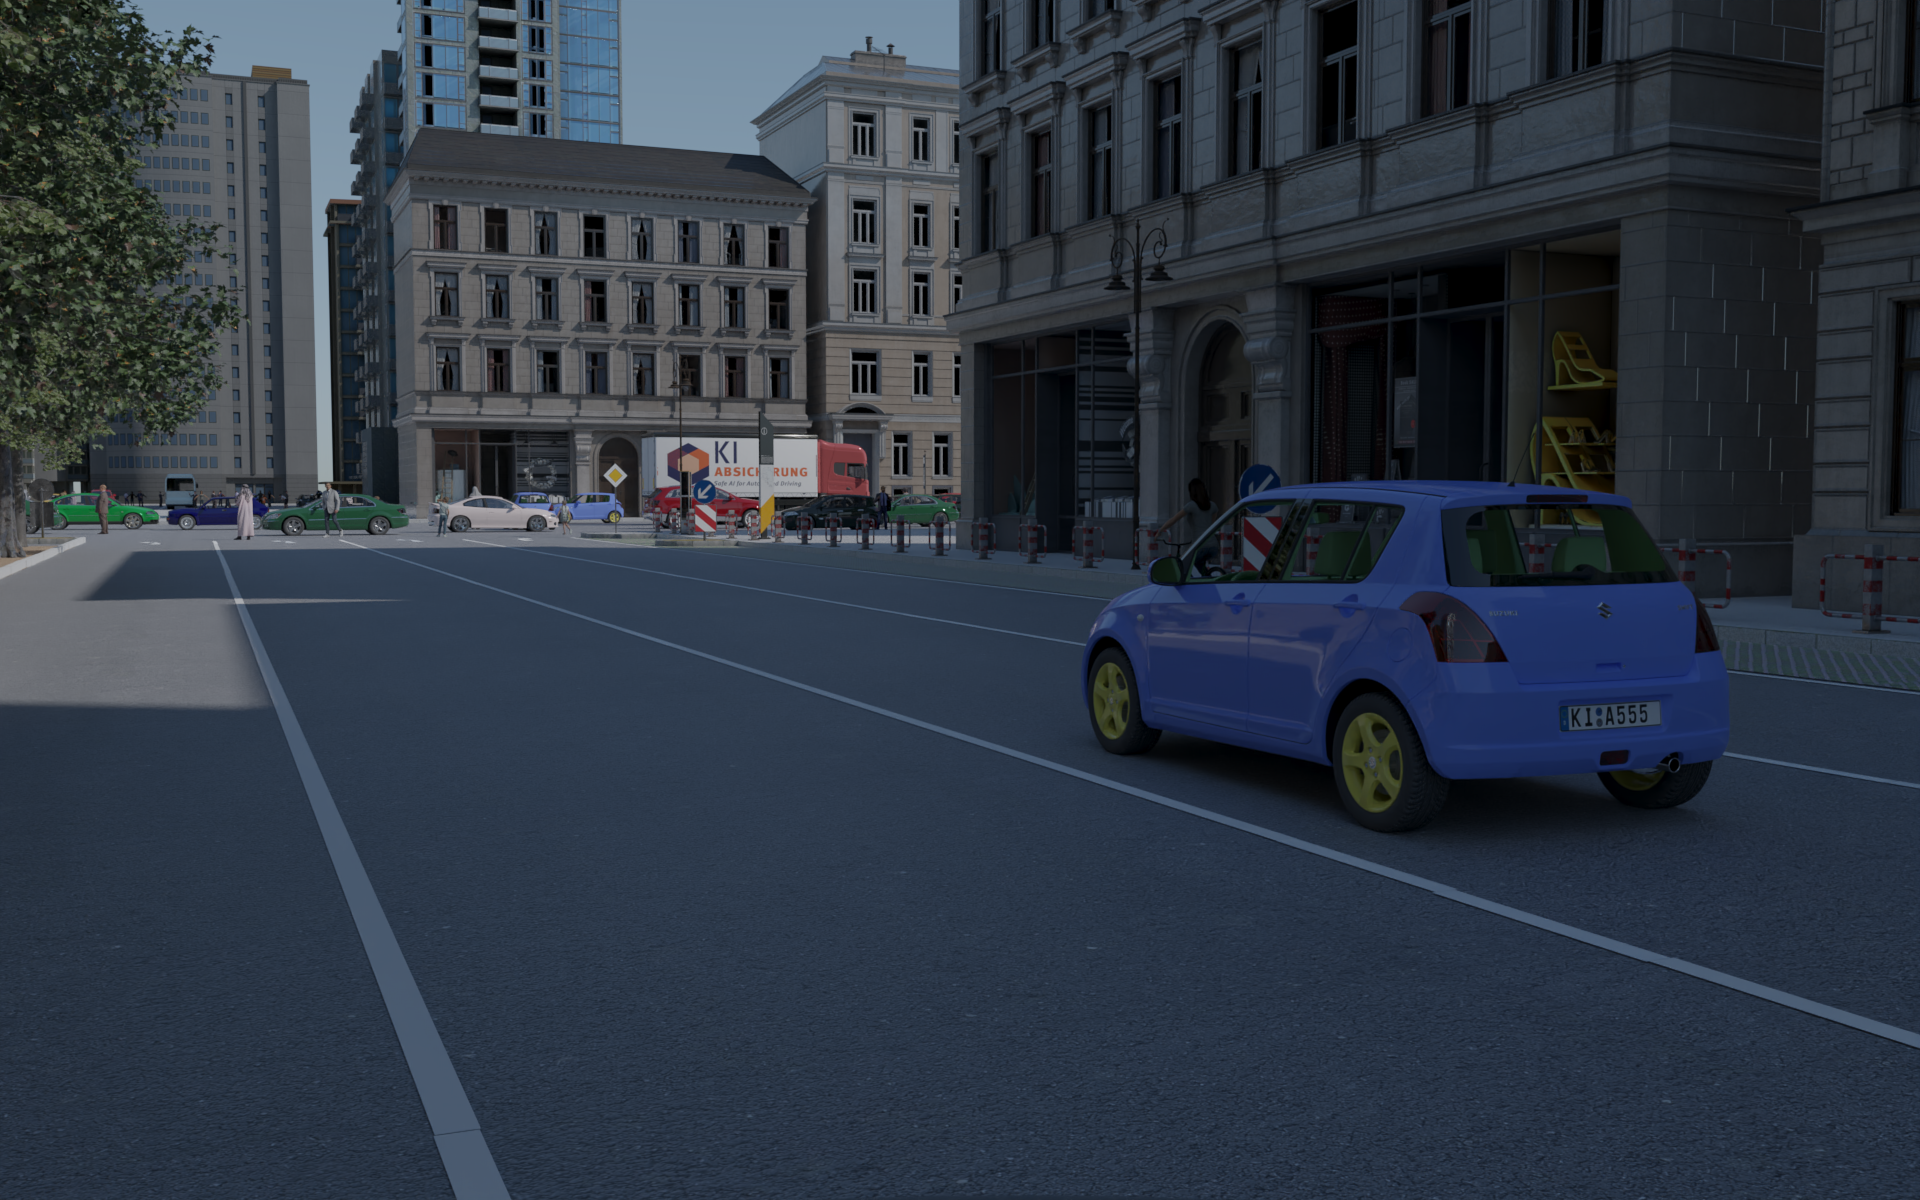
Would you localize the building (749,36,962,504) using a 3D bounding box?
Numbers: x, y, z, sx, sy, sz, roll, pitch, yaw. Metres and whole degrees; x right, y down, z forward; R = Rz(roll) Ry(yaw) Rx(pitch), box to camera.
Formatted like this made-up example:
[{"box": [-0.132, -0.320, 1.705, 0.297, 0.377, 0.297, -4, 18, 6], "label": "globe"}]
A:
[{"box": [-1.169, -19.601, 106.382, 20.117, 28.700, 13.634, -2, 4, -24], "label": "building"}]

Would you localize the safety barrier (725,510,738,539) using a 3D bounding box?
[{"box": [-6.584, -2.178, 49.887, 0.300, 0.817, 1.120, -2, 4, -24], "label": "safety barrier"}]

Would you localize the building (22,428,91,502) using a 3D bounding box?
[{"box": [-130.873, -33.152, 233.916, 23.993, 40.220, 32.217, -2, 4, -24], "label": "building"}]

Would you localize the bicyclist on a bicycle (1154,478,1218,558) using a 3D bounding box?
[{"box": [2.651, -0.591, 19.683, 1.499, 1.676, 1.625, -2, 4, -24], "label": "bicyclist on a bicycle"}]

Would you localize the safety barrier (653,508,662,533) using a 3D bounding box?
[{"box": [-10.105, -2.666, 57.864, 0.300, 0.817, 1.120, -2, 4, -24], "label": "safety barrier"}]

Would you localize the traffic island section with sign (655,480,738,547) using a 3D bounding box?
[{"box": [-7.367, -2.404, 47.941, 1.989, 1.847, 2.006, -2, 4, -24], "label": "traffic island section with sign"}]

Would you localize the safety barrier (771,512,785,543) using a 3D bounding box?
[{"box": [-4.824, -1.934, 45.899, 0.300, 0.817, 1.120, -2, 4, -24], "label": "safety barrier"}]

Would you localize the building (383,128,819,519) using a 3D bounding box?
[{"box": [-28.482, -14.806, 92.981, 40.483, 20.767, 10.553, -2, 4, -24], "label": "building"}]

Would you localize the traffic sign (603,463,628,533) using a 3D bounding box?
[{"box": [-11.275, -3.245, 56.692, 0.795, 2.450, 0.064, -2, 4, -24], "label": "traffic sign"}]

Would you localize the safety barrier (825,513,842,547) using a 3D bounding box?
[{"box": [-3.062, -1.691, 41.919, 0.300, 0.817, 1.120, -2, 4, -24], "label": "safety barrier"}]

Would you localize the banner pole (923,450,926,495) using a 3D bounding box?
[{"box": [-2.021, -6.634, 98.486, 0.401, 3.779, 0.863, 1, 4, 9], "label": "banner pole"}]

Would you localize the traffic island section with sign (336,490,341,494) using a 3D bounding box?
[{"box": [-61.163, -9.853, 169.718, 1.989, 1.847, 2.006, -2, 4, -24], "label": "traffic island section with sign"}]

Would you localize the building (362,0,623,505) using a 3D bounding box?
[{"box": [-44.060, -52.028, 163.331, 22.319, 86.520, 31.000, -2, 4, -24], "label": "building"}]

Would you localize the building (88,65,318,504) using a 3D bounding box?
[{"box": [-104.320, -42.558, 237.826, 28.212, 58.520, 21.231, -2, 4, -24], "label": "building"}]

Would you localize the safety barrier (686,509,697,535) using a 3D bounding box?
[{"box": [-8.351, -2.422, 53.880, 0.300, 0.817, 1.120, -2, 4, -24], "label": "safety barrier"}]

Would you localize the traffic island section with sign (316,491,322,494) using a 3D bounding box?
[{"box": [-72.050, -11.361, 194.385, 1.989, 1.847, 2.006, -2, 4, -24], "label": "traffic island section with sign"}]

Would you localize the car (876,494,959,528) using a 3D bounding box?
[{"box": [-2.447, -3.872, 75.099, 4.920, 1.459, 2.131, -2, 4, -25], "label": "car"}]

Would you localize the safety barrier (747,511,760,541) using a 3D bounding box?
[{"box": [-5.704, -2.056, 47.897, 0.300, 0.817, 1.120, -2, 4, -24], "label": "safety barrier"}]

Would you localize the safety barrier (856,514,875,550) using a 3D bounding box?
[{"box": [-2.182, -1.569, 39.928, 0.300, 0.817, 1.120, -2, 4, -24], "label": "safety barrier"}]

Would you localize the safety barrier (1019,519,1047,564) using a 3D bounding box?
[{"box": [1.338, -1.081, 31.951, 0.300, 0.817, 1.120, -2, 4, -24], "label": "safety barrier"}]

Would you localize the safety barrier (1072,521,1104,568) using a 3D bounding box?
[{"box": [2.217, -0.959, 29.960, 0.300, 0.817, 1.120, -2, 4, -24], "label": "safety barrier"}]

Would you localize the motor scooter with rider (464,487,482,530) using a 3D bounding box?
[{"box": [-19.663, -3.755, 70.366, 0.876, 1.779, 1.986, -1, 4, -23], "label": "motor scooter with rider"}]

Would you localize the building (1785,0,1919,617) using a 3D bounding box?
[{"box": [17.330, -9.046, 12.529, 10.561, 19.102, 19.286, -2, 4, -24], "label": "building"}]

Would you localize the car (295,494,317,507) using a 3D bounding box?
[{"box": [-62.425, -9.525, 165.522, 2.009, 1.686, 4.222, -2, 4, -25], "label": "car"}]

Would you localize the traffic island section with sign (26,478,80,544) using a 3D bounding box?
[{"box": [-26.692, -2.576, 50.252, 2.006, 1.907, 1.989, -2, 4, -24], "label": "traffic island section with sign"}]

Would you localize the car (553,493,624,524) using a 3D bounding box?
[{"box": [-18.256, -4.560, 84.147, 3.694, 1.707, 1.945, -2, 4, -25], "label": "car"}]

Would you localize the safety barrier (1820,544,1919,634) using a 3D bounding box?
[{"box": [8.408, -0.103, 15.952, 0.300, 0.817, 1.120, -2, 4, -24], "label": "safety barrier"}]

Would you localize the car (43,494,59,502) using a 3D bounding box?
[{"box": [-75.465, -8.195, 144.209, 2.015, 1.641, 3.980, -2, 4, -25], "label": "car"}]

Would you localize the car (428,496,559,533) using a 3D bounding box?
[{"box": [-17.690, -3.263, 65.719, 4.827, 1.381, 2.083, -1, 4, -23], "label": "car"}]

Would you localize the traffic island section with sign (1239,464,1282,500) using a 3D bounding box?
[{"box": [3.520, -0.896, 23.273, 1.989, 1.847, 2.006, -2, 4, -24], "label": "traffic island section with sign"}]

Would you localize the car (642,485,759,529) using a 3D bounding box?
[{"box": [-10.518, -3.877, 72.069, 5.304, 1.827, 2.281, -1, 4, -23], "label": "car"}]

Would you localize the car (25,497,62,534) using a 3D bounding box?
[{"box": [-34.812, -3.059, 61.811, 4.920, 1.459, 2.131, -2, 4, -24], "label": "car"}]

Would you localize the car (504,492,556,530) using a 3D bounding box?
[{"box": [-17.496, -3.705, 70.172, 1.945, 1.707, 3.694, -1, 4, -23], "label": "car"}]

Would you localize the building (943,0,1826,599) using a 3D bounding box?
[{"box": [4.500, -11.579, 40.232, 10.553, 20.767, 40.483, -2, 4, -24], "label": "building"}]

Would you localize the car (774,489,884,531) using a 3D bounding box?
[{"box": [-4.923, -3.400, 65.382, 4.222, 1.686, 2.009, -2, 4, -24], "label": "car"}]

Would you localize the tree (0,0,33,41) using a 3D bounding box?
[{"box": [-18.599, -6.725, 30.531, 7.486, 12.596, 7.792, 0, 3, 0], "label": "tree"}]

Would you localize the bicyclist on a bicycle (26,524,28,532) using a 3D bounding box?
[{"box": [-31.612, -2.873, 57.002, 1.625, 1.676, 1.499, -2, 4, -24], "label": "bicyclist on a bicycle"}]

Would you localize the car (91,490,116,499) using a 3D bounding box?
[{"box": [-72.311, -8.390, 145.842, 2.281, 1.827, 5.304, -2, 4, -24], "label": "car"}]

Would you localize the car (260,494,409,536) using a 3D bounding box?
[{"box": [-21.851, -2.985, 60.604, 4.920, 1.459, 2.131, -2, 4, -25], "label": "car"}]

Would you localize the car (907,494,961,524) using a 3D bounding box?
[{"box": [-0.997, -4.459, 82.683, 4.222, 1.686, 2.009, -2, 4, -24], "label": "car"}]

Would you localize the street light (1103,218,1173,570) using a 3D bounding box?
[{"box": [2.988, -3.453, 29.248, 0.468, 5.910, 1.993, -2, 4, -24], "label": "street light"}]

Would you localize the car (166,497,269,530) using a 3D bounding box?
[{"box": [-29.884, -3.501, 69.820, 3.894, 1.354, 1.945, -2, 4, -25], "label": "car"}]

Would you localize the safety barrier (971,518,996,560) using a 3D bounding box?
[{"box": [0.457, -1.203, 33.942, 0.300, 0.817, 1.120, -2, 4, -24], "label": "safety barrier"}]

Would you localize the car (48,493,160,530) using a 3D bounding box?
[{"box": [-34.961, -3.746, 70.042, 4.718, 1.807, 1.959, -1, 4, -23], "label": "car"}]

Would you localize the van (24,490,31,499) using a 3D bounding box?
[{"box": [-83.267, -8.937, 153.123, 2.013, 2.044, 4.112, -2, 4, -24], "label": "van"}]

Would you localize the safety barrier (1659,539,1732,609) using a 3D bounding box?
[{"box": [7.528, -0.224, 17.943, 0.300, 0.817, 1.120, -2, 4, -24], "label": "safety barrier"}]

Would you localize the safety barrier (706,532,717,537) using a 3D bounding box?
[{"box": [-7.461, -2.300, 51.879, 0.300, 0.817, 1.120, -2, 4, -24], "label": "safety barrier"}]

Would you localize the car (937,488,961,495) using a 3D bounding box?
[{"box": [0.271, -4.974, 90.372, 4.494, 1.783, 2.155, -1, 4, -22], "label": "car"}]

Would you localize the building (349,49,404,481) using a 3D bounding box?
[{"box": [-55.293, -35.073, 193.050, 23.786, 49.044, 30.456, -2, 4, -24], "label": "building"}]

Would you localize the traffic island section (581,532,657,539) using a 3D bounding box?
[{"box": [-11.257, -2.110, 56.778, 2.009, 0.180, 2.903, -2, 4, -24], "label": "traffic island section"}]

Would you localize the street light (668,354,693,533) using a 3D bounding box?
[{"box": [-9.208, -5.158, 57.126, 0.468, 5.910, 1.993, -2, 4, -24], "label": "street light"}]

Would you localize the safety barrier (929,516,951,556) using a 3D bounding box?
[{"box": [-0.424, -1.325, 35.932, 0.300, 0.817, 1.120, -2, 4, -24], "label": "safety barrier"}]

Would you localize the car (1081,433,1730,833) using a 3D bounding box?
[{"box": [2.008, 0.048, 8.815, 1.945, 1.707, 3.694, -1, 4, -23], "label": "car"}]

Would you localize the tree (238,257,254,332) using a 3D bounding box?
[{"box": [-14.528, -6.325, 22.884, 9.611, 12.733, 9.660, 0, 3, 0], "label": "tree"}]

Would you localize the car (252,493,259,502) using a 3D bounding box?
[{"box": [-73.064, -10.321, 178.339, 1.945, 1.707, 3.694, -1, 4, -22], "label": "car"}]

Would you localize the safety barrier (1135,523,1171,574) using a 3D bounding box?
[{"box": [3.111, -0.836, 27.946, 0.300, 0.817, 1.120, -2, 4, -24], "label": "safety barrier"}]

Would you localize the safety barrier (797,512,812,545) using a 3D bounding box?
[{"box": [-3.943, -1.812, 43.909, 0.300, 0.817, 1.120, -2, 4, -24], "label": "safety barrier"}]

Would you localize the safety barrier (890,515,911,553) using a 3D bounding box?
[{"box": [-1.304, -1.447, 37.937, 0.300, 0.817, 1.120, -2, 4, -24], "label": "safety barrier"}]

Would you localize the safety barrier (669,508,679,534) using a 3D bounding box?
[{"box": [-9.225, -2.544, 55.873, 0.300, 0.817, 1.120, -2, 4, -24], "label": "safety barrier"}]
